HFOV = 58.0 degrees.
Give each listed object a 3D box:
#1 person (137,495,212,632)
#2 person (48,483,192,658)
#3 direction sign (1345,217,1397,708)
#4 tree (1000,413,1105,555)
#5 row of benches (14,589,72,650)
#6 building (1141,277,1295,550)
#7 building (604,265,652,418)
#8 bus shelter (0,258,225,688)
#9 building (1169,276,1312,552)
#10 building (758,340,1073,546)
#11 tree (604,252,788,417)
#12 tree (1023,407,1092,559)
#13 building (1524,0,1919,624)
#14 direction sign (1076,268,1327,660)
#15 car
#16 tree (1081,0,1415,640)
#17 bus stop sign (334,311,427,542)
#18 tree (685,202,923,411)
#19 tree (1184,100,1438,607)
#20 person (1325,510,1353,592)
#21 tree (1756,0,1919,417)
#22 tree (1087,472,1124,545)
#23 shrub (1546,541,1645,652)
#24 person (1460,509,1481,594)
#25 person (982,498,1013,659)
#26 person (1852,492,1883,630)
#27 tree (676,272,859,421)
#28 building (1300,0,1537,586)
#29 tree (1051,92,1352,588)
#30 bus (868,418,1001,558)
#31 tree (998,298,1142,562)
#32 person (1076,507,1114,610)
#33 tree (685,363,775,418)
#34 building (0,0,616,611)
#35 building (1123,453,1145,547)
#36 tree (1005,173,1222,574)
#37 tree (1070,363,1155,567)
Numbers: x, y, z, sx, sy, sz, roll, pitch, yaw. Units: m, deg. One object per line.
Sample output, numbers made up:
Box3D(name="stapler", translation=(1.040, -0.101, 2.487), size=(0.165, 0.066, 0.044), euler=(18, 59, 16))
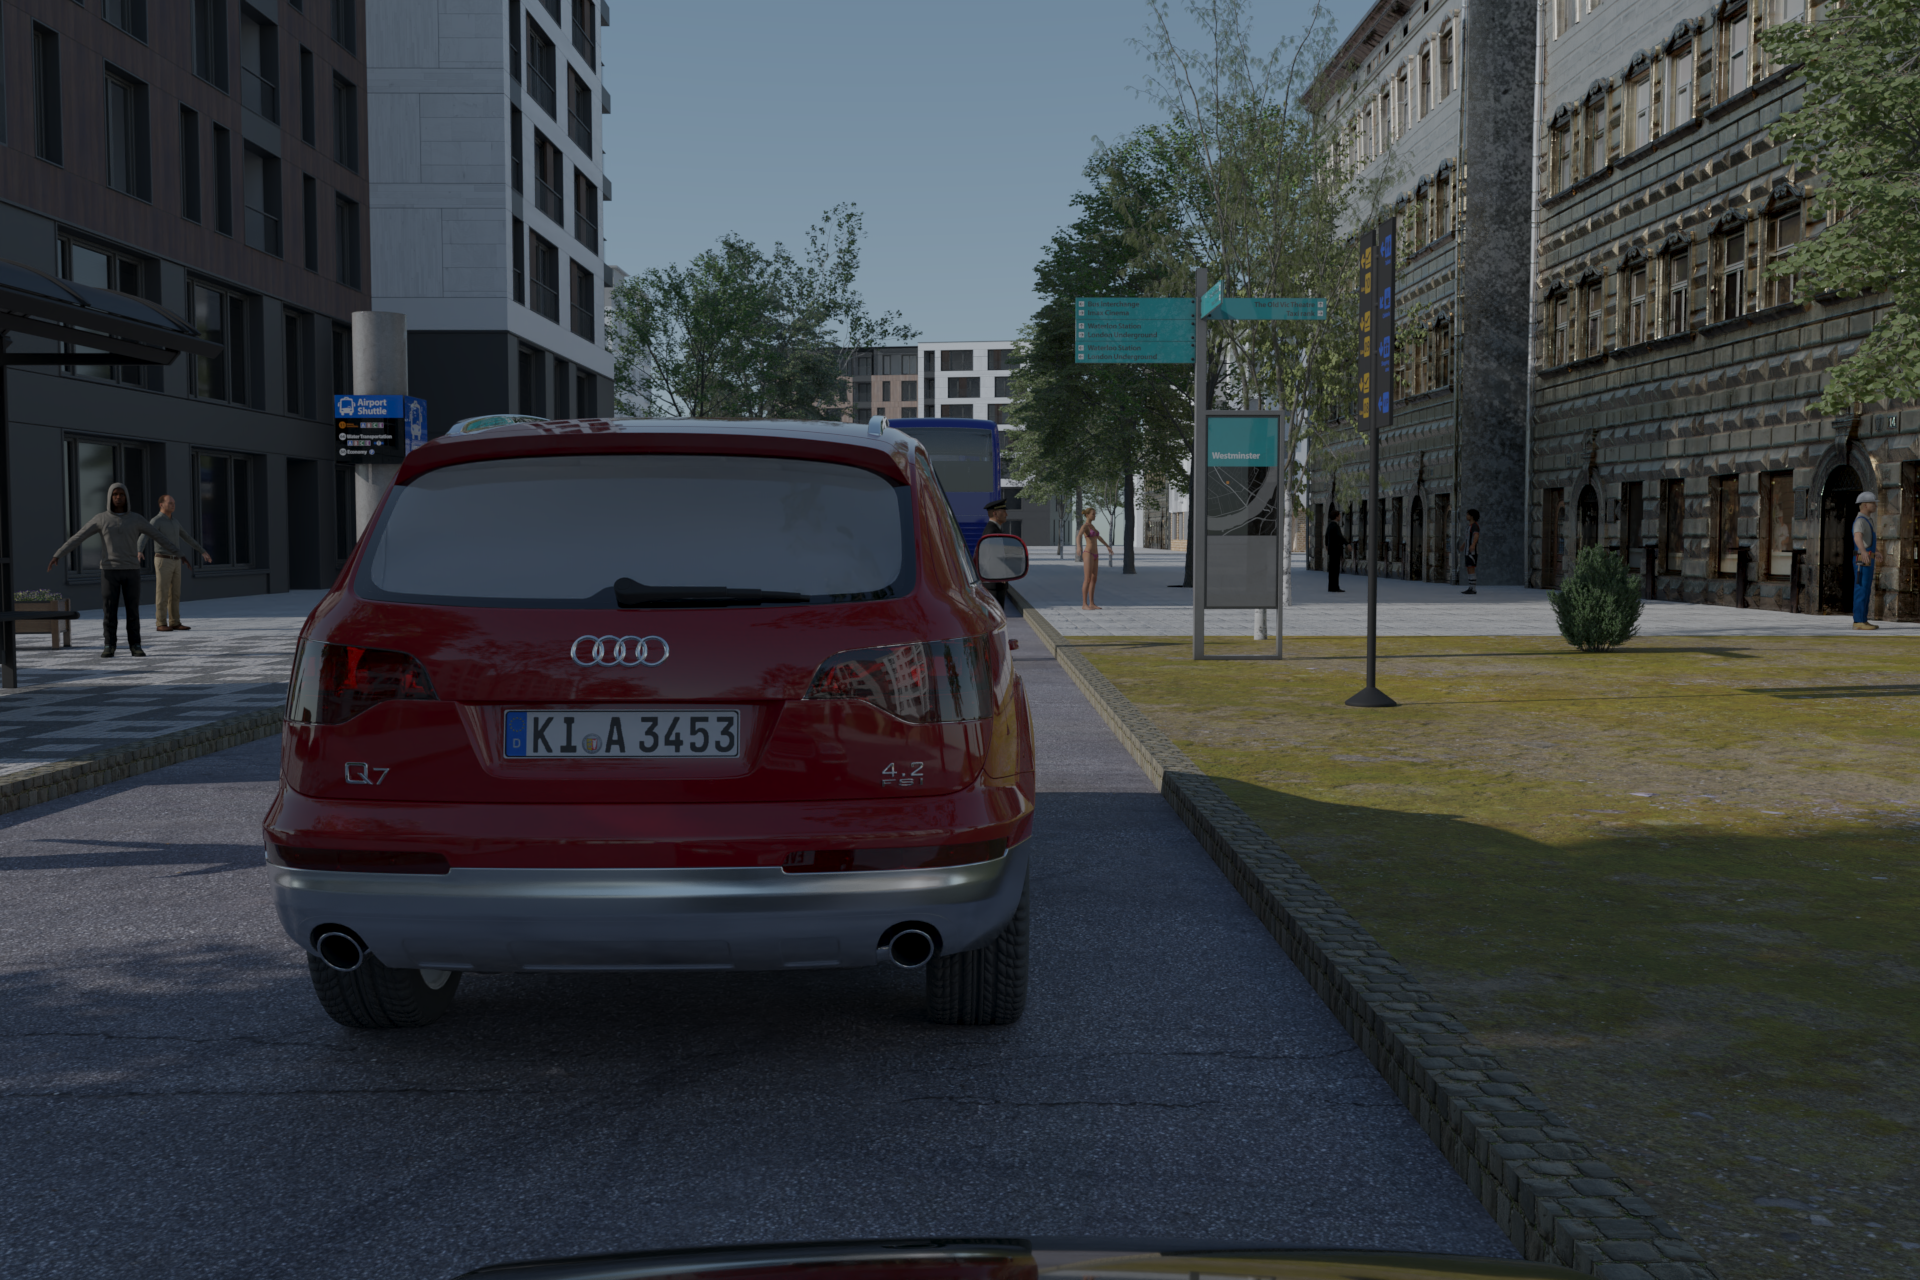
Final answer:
Box3D(name="person", translation=(-10.453, -1.017, 22.907), size=(0.705, 1.796, 1.348), euler=(1, 4, 17))
Box3D(name="person", translation=(-8.749, -0.729, 18.054), size=(1.348, 1.813, 0.705), euler=(-2, 4, -28))
Box3D(name="direction sign", translation=(3.079, -1.277, 12.878), size=(0.379, 3.537, 0.876), euler=(0, 4, -2))
Box3D(name="tree", translation=(6.055, -10.406, 104.554), size=(8.767, 10.594, 7.601), euler=(-1, 4, -9))
Box3D(name="row of benches", translation=(-11.841, -0.210, 18.900), size=(4.104, 0.672, 1.422), euler=(-1, 4, -16))
Box3D(name="building", translation=(25.918, -19.387, 147.906), size=(19.493, 23.208, 18.063), euler=(0, 3, 0))
Box3D(name="building", translation=(-29.060, -16.316, 123.194), size=(16.016, 20.090, 11.380), euler=(0, 4, -1))
Box3D(name="bus shelter", translation=(-7.179, -1.097, 11.868), size=(2.014, 3.302, 5.546), euler=(0, 4, 0))
Box3D(name="building", translation=(21.394, -16.957, 133.668), size=(16.016, 20.090, 11.380), euler=(0, 4, -1))
Box3D(name="building", translation=(-4.258, -21.459, 197.281), size=(32.646, 21.610, 27.936), euler=(1, 4, 10))
Box3D(name="tree", translation=(-9.982, -8.417, 63.377), size=(9.928, 11.665, 9.643), euler=(0, 3, 0))
Box3D(name="tree", translation=(5.353, -8.514, 89.559), size=(4.360, 8.622, 3.978), euler=(0, 3, 0))
Box3D(name="building", translation=(22.654, -12.249, 31.197), size=(19.493, 23.208, 18.063), euler=(0, 4, -1))
Box3D(name="direction sign", translation=(2.436, -1.725, 16.972), size=(2.525, 3.948, 1.411), euler=(0, 4, -1))
Box3D(name="car", translation=(-0.840, 0.128, 6.582), size=(2.281, 1.827, 5.304), euler=(0, 4, -1))
Box3D(name="tree", translation=(3.764, -4.322, 21.022), size=(4.360, 8.622, 3.978), euler=(0, 3, 0))
Box3D(name="bus stop sign", translation=(-6.945, -1.946, 20.832), size=(0.837, 3.901, 0.837), euler=(0, 4, 1))
Box3D(name="tree", translation=(-8.336, -14.794, 97.766), size=(12.611, 20.169, 13.585), euler=(0, 3, 0))
Box3D(name="tree", translation=(6.034, -4.900, 30.470), size=(4.737, 8.622, 4.395), euler=(0, 3, 0))
Box3D(name="person", translation=(8.304, -1.961, 38.242), size=(0.705, 1.806, 1.347), euler=(-1, 4, -10))
Box3D(name="tree", translation=(11.197, -6.021, 16.574), size=(7.486, 12.596, 7.792), euler=(0, 3, 0))
Box3D(name="tree", translation=(17.866, -16.108, 197.781), size=(7.601, 10.594, 8.767), euler=(0, 4, 5))
Box3D(name="shrub", translation=(6.945, -0.477, 18.914), size=(1.383, 1.207, 1.383), euler=(0, 3, 0))
Box3D(name="person", translation=(10.886, -1.884, 36.954), size=(0.704, 1.843, 1.345), euler=(0, 4, 7))
Box3D(name="person", translation=(0.435, -0.685, 19.600), size=(0.705, 1.837, 1.347), euler=(0, 4, 3))
Box3D(name="person", translation=(12.164, -1.063, 23.231), size=(0.705, 1.847, 1.347), euler=(2, 4, 35))
Box3D(name="tree", translation=(-9.517, -10.792, 83.100), size=(9.857, 13.997, 8.962), euler=(0, 3, 0))
Box3D(name="building", translation=(21.526, -13.485, 51.411), size=(19.493, 23.208, 18.063), euler=(0, 4, 0))
Box3D(name="tree", translation=(5.719, -7.061, 41.203), size=(9.928, 11.665, 9.643), euler=(0, 3, 0))
Box3D(name="bus", translation=(-0.485, -2.825, 37.734), size=(2.896, 3.916, 12.251), euler=(0, 4, 0))
Box3D(name="tree", translation=(5.177, -9.806, 78.450), size=(7.486, 12.596, 7.792), euler=(0, 3, 0))
Box3D(name="person", translation=(2.282, -1.382, 29.404), size=(0.721, 1.733, 1.217), euler=(2, 4, 33))
Box3D(name="tree", translation=(-10.298, -7.541, 73.657), size=(4.360, 8.622, 3.978), euler=(0, 3, 0))
Box3D(name="building", translation=(-25.272, -12.050, 40.991), size=(27.936, 21.610, 32.646), euler=(0, 4, -1))
Box3D(name="building", translation=(22.349, -14.294, 175.850), size=(9.099, 9.664, 28.070), euler=(0, 3, 0))
Box3D(name="tree", translation=(5.086, -8.388, 55.268), size=(7.486, 12.596, 7.792), euler=(0, 3, 0))
Box3D(name="tree", translation=(5.795, -7.126, 66.869), size=(4.360, 8.622, 3.978), euler=(0, 3, 0))
